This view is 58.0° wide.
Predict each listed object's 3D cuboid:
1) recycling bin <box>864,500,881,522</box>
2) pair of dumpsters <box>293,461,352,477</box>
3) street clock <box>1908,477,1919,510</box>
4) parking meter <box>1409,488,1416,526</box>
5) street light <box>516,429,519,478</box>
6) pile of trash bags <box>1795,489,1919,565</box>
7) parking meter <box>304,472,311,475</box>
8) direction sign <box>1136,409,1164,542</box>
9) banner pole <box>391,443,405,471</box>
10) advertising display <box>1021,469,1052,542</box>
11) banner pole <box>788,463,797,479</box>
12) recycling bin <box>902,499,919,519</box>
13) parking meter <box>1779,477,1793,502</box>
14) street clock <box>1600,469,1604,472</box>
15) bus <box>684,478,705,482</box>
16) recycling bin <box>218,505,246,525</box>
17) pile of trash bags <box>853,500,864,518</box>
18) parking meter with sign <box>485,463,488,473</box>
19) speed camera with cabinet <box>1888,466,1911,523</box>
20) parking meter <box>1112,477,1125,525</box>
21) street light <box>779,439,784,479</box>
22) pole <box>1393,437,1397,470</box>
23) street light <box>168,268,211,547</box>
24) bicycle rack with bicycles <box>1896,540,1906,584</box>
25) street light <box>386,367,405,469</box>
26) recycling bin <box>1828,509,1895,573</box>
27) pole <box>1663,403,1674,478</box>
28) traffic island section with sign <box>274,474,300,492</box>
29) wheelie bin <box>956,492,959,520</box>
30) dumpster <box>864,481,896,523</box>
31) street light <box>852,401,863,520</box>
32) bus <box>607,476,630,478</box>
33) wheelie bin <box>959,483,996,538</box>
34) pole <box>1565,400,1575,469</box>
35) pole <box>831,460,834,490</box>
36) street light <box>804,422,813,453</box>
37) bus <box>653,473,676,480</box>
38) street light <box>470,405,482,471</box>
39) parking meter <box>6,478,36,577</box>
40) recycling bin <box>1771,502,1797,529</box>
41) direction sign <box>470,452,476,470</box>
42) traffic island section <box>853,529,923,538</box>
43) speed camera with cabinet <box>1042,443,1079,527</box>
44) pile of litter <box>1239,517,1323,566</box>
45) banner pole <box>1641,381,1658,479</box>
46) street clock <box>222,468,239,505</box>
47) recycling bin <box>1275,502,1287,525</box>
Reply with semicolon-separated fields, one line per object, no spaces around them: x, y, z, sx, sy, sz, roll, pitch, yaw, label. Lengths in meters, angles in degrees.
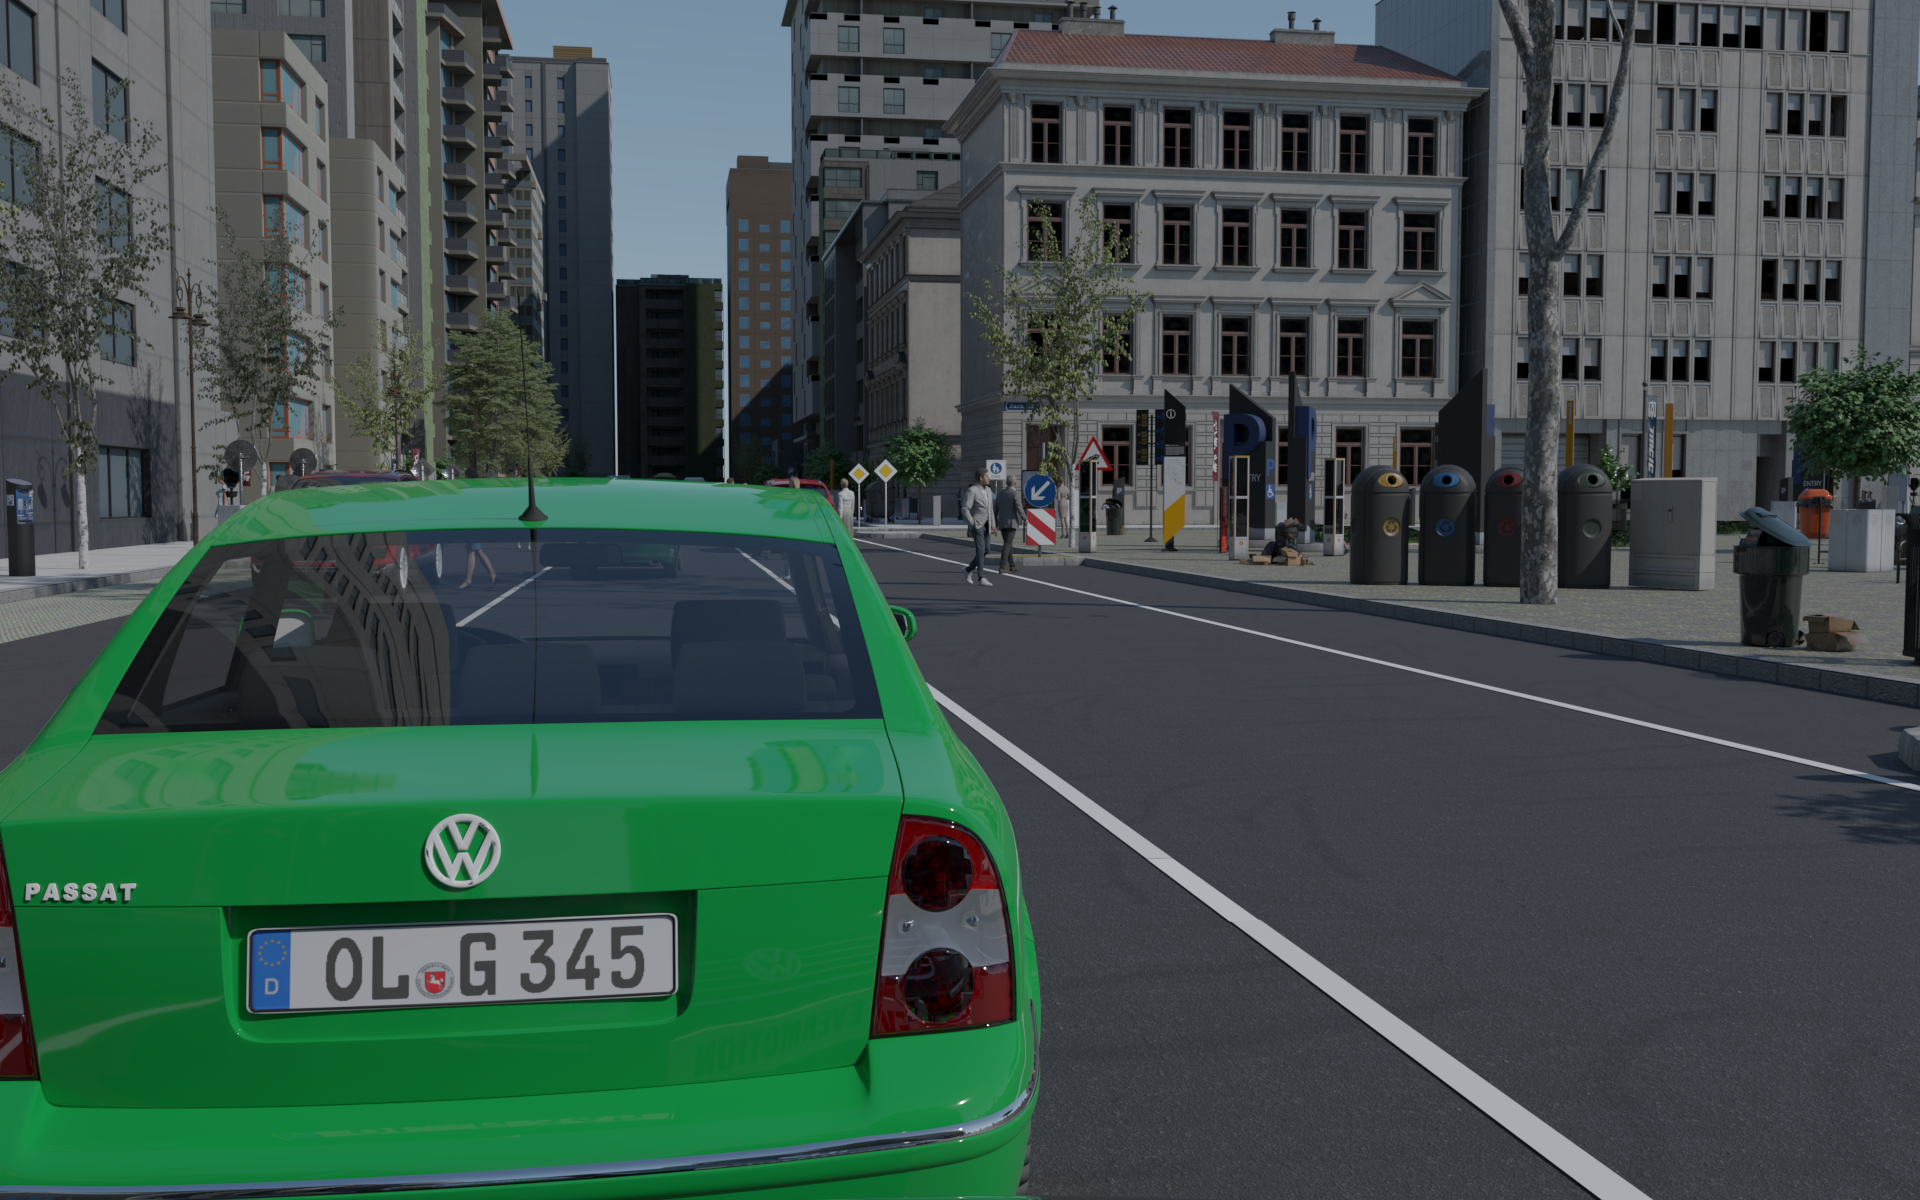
-4.015;-4.082;79.288;0.722;1.027;0.722;0;4;4;recycling bin
-18.390;-2.910;50.069;1.574;2.255;4.437;-1;4;-10;pair of dumpsters
41.665;-4.349;75.668;0.358;2.002;0.471;-3;5;-43;street clock
18.142;-3.750;69.731;0.372;1.533;0.369;0;3;0;parking meter
-29.836;-8.825;117.078;0.468;5.910;1.993;-1;4;-10;street light
17.162;-1.348;31.786;3.447;1.369;1.912;0;4;6;pile of trash bags
-17.180;-2.454;45.840;0.255;1.863;0.399;-2;4;-33;parking meter
5.123;-3.324;46.347;0.876;3.537;0.379;2;4;27;direction sign
-27.664;-5.838;85.466;0.863;3.779;0.401;-2;4;-33;banner pole
2.017;-2.473;45.644;0.974;1.923;0.123;3;5;41;advertising display
-13.276;-9.050;137.978;0.863;3.779;0.401;0;4;-7;banner pole
-2.565;-4.772;90.570;0.722;1.027;0.722;-2;4;-25;recycling bin
28.420;-3.297;59.610;0.255;1.863;0.399;-1;4;-19;parking meter
18.357;-2.773;49.907;0.358;2.002;0.471;0;4;-3;street clock
-30.761;-12.546;199.983;2.948;3.499;13.247;-1;4;-9;bus
-16.326;-1.639;39.344;0.722;1.027;0.722;1;4;21;recycling bin
-5.094;-5.202;94.807;1.912;1.369;3.447;-3;4;-37;pile of trash bags
-27.499;-6.193;97.518;1.738;3.016;0.543;-2;4;-24;parking meter with sign
30.379;-3.774;56.035;0.660;3.252;2.038;2;4;30;speed camera with cabinet
5.467;-3.308;59.793;0.399;1.863;0.255;0;4;-4;parking meter
-14.359;-10.175;139.154;0.468;5.910;1.993;-1;4;-10;street light
15.456;-4.145;61.608;0.158;3.312;0.155;0;3;0;pole
-15.761;-3.840;35.570;0.468;5.910;1.993;-1;4;-10;street light
14.874;-0.683;24.553;2.925;0.926;2.852;-2;4;-33;bicycle rack with bicycles
-20.473;-5.513;62.924;0.468;5.910;1.993;-1;4;-10;street light
14.896;-0.983;28.625;0.722;1.027;0.722;-2;4;-26;recycling bin
15.922;-2.760;38.971;0.158;3.312;0.155;0;3;0;pole
-13.195;-1.558;34.101;1.989;1.847;2.006;-1;4;-10;traffic island section with sign
0.251;-4.746;85.497;0.980;1.594;0.693;1;4;20;wheelie bin
-3.527;-4.353;76.922;1.264;1.857;1.865;-1;4;-10;dumpster
-5.014;-6.833;84.510;0.468;5.910;1.993;-1;4;-10;street light
-33.255;-10.567;167.633;2.948;3.499;13.247;-1;4;-9;bus
0.604;-2.638;51.042;0.980;1.594;0.693;-1;4;-14;wheelie bin
13.299;-2.689;37.816;0.158;3.312;0.155;0;3;0;pole
-7.579;-6.670;102.901;0.158;3.312;0.155;0;3;0;pole
-9.740;-8.482;111.470;0.468;5.910;1.993;-1;4;-10;street light
-34.523;-12.901;202.474;2.896;3.916;12.252;-1;4;-10;bus
-25.151;-7.176;90.111;0.468;5.910;1.993;-1;4;-10;street light
-14.655;-1.138;27.023;0.372;1.533;0.369;0;3;0;parking meter
27.811;-2.810;58.502;0.722;1.027;0.722;1;4;19;recycling bin
-25.972;-6.146;92.484;0.379;3.537;0.876;-3;4;-38;direction sign
-2.429;-2.172;57.792;2.009;0.180;2.903;-1;4;-10;traffic island section
3.756;-4.460;67.259;2.038;3.252;0.660;-2;4;-25;speed camera with cabinet
5.801;-1.068;31.423;1.176;0.858;1.719;-2;4;-25;pile of litter
15.350;-2.974;38.649;0.863;3.779;0.401;-3;5;-43;banner pole
-19.387;-2.541;46.111;0.471;2.002;0.358;-2;4;-32;street clock
10.024;-2.524;53.828;0.722;1.027;0.722;-1;4;-10;recycling bin
